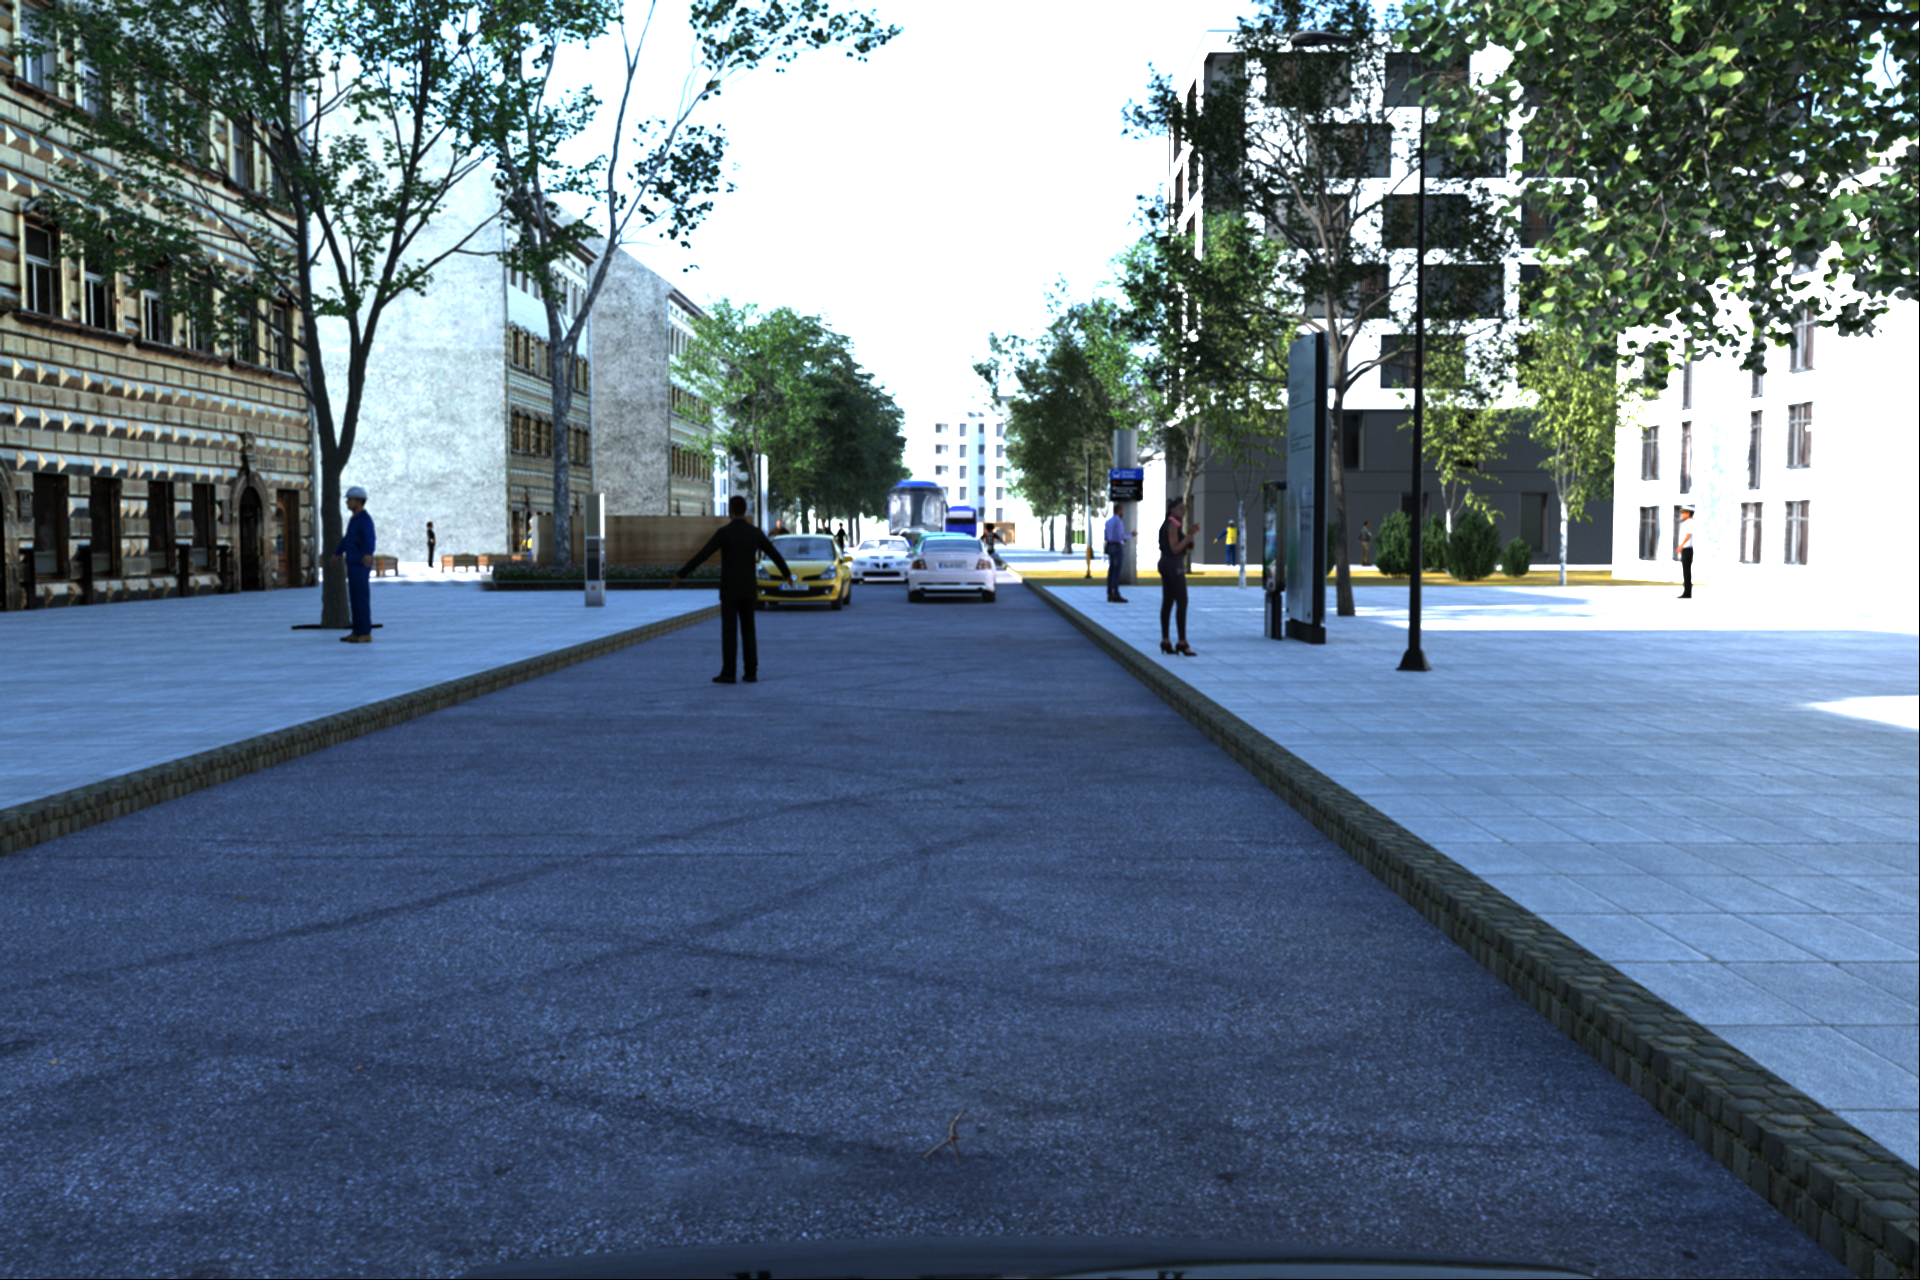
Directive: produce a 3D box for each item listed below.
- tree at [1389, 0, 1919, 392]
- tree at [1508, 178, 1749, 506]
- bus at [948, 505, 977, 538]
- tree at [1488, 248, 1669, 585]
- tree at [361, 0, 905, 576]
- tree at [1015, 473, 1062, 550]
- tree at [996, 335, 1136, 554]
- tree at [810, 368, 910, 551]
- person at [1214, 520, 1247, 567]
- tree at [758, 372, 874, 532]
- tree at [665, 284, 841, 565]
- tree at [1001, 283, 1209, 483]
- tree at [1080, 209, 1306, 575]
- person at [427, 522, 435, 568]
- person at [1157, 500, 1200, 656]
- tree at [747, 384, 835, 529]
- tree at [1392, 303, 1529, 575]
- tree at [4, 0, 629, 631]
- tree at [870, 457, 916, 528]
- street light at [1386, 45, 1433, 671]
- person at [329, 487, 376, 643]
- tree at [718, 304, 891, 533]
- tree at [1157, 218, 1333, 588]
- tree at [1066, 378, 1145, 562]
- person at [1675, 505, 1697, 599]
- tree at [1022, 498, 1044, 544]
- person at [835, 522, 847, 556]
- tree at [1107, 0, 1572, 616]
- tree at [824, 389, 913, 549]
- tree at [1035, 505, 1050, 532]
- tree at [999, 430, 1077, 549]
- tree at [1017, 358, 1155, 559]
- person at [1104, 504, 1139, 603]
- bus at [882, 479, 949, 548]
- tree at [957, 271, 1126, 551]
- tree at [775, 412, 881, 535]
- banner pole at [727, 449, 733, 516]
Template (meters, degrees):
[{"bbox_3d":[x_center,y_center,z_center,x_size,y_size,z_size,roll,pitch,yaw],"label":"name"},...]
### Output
[{"bbox_3d":[6.284,-6.280,9.332,9.857,13.997,8.962,0,3,0],"label":"tree"},{"bbox_3d":[23.725,-9.362,59.723,9.857,13.997,8.962,0,3,0],"label":"tree"},{"bbox_3d":[0.021,-9.552,147.714,2.896,3.916,12.251,0,4,-1],"label":"bus"},{"bbox_3d":[15.329,-5.670,43.060,4.737,8.622,4.395,0,3,0],"label":"tree"},{"bbox_3d":[-8.044,-11.200,39.015,12.611,20.169,13.585,0,3,0],"label":"tree"},{"bbox_3d":[6.435,-11.693,141.535,4.737,8.622,4.395,0,3,0],"label":"tree"},{"bbox_3d":[6.810,-12.408,109.524,9.857,13.997,8.962,0,3,0],"label":"tree"},{"bbox_3d":[-8.486,-13.772,131.819,9.857,13.997,8.962,0,3,0],"label":"tree"},{"bbox_3d":[10.675,-3.809,68.241,1.349,1.833,0.705,-1,4,-9],"label":"person"},{"bbox_3d":[-8.839,-10.990,105.440,9.928,11.665,9.643,0,3,0],"label":"tree"},{"bbox_3d":[-8.606,-9.000,72.897,9.928,11.665,9.643,0,3,0],"label":"tree"},{"bbox_3d":[5.827,-7.961,64.568,7.601,10.594,8.767,2,4,34],"label":"tree"},{"bbox_3d":[7.354,-7.897,54.870,9.928,11.665,9.643,0,3,0],"label":"tree"},{"bbox_3d":[-19.844,-3.578,65.219,0.721,1.740,1.216,-1,4,-15],"label":"person"},{"bbox_3d":[2.343,-0.665,18.389,0.593,1.643,0.415,3,5,41],"label":"person"},{"bbox_3d":[-8.530,-8.226,84.858,4.737,8.622,4.395,0,3,0],"label":"tree"},{"bbox_3d":[15.395,-6.340,54.022,4.737,8.622,4.395,0,3,0],"label":"tree"},{"bbox_3d":[-8.423,-5.969,23.348,9.928,11.665,9.643,0,3,0],"label":"tree"},{"bbox_3d":[-8.839,-19.407,235.432,7.486,12.596,7.792,0,3,0],"label":"tree"},{"bbox_3d":[4.830,-2.668,16.160,1.470,5.913,1.316,0,4,0],"label":"street light"},{"bbox_3d":[-7.169,-0.898,20.558,0.705,1.842,1.347,-3,4,-37],"label":"person"},{"bbox_3d":[-8.597,-11.508,94.809,9.857,13.997,8.962,0,3,0],"label":"tree"},{"bbox_3d":[6.634,-5.506,40.381,4.737,8.622,4.395,0,3,0],"label":"tree"},{"bbox_3d":[6.524,-7.858,78.835,4.360,8.622,3.978,0,3,0],"label":"tree"},{"bbox_3d":[14.398,-1.747,34.360,0.704,1.855,1.343,2,4,27],"label":"person"},{"bbox_3d":[11.027,-17.298,233.180,4.360,8.622,3.978,0,3,0],"label":"tree"},{"bbox_3d":[-5.266,-4.277,76.121,0.705,1.806,1.347,2,4,26],"label":"person"},{"bbox_3d":[5.733,-5.661,26.972,7.601,10.594,8.767,1,4,12],"label":"tree"},{"bbox_3d":[-8.927,-14.810,148.801,9.857,13.997,8.962,0,3,0],"label":"tree"},{"bbox_3d":[12.272,-17.606,238.213,4.737,8.622,4.395,0,3,0],"label":"tree"},{"bbox_3d":[7.144,-13.585,147.877,9.928,11.665,9.643,0,3,0],"label":"tree"},{"bbox_3d":[6.339,-9.375,87.701,7.601,10.594,8.767,0,4,7],"label":"tree"},{"bbox_3d":[3.044,-1.630,32.565,0.599,1.838,0.709,-2,4,-24],"label":"person"},{"bbox_3d":[-1.908,-5.514,81.695,2.896,3.916,12.251,0,4,0],"label":"bus"},{"bbox_3d":[6.202,-16.607,127.419,12.611,20.169,13.585,0,3,0],"label":"tree"},{"bbox_3d":[-8.843,-11.604,115.474,9.928,11.665,9.643,0,3,0],"label":"tree"},{"bbox_3d":[-6.822,-3.762,51.524,0.401,3.779,0.863,0,4,2],"label":"banner pole"}]
